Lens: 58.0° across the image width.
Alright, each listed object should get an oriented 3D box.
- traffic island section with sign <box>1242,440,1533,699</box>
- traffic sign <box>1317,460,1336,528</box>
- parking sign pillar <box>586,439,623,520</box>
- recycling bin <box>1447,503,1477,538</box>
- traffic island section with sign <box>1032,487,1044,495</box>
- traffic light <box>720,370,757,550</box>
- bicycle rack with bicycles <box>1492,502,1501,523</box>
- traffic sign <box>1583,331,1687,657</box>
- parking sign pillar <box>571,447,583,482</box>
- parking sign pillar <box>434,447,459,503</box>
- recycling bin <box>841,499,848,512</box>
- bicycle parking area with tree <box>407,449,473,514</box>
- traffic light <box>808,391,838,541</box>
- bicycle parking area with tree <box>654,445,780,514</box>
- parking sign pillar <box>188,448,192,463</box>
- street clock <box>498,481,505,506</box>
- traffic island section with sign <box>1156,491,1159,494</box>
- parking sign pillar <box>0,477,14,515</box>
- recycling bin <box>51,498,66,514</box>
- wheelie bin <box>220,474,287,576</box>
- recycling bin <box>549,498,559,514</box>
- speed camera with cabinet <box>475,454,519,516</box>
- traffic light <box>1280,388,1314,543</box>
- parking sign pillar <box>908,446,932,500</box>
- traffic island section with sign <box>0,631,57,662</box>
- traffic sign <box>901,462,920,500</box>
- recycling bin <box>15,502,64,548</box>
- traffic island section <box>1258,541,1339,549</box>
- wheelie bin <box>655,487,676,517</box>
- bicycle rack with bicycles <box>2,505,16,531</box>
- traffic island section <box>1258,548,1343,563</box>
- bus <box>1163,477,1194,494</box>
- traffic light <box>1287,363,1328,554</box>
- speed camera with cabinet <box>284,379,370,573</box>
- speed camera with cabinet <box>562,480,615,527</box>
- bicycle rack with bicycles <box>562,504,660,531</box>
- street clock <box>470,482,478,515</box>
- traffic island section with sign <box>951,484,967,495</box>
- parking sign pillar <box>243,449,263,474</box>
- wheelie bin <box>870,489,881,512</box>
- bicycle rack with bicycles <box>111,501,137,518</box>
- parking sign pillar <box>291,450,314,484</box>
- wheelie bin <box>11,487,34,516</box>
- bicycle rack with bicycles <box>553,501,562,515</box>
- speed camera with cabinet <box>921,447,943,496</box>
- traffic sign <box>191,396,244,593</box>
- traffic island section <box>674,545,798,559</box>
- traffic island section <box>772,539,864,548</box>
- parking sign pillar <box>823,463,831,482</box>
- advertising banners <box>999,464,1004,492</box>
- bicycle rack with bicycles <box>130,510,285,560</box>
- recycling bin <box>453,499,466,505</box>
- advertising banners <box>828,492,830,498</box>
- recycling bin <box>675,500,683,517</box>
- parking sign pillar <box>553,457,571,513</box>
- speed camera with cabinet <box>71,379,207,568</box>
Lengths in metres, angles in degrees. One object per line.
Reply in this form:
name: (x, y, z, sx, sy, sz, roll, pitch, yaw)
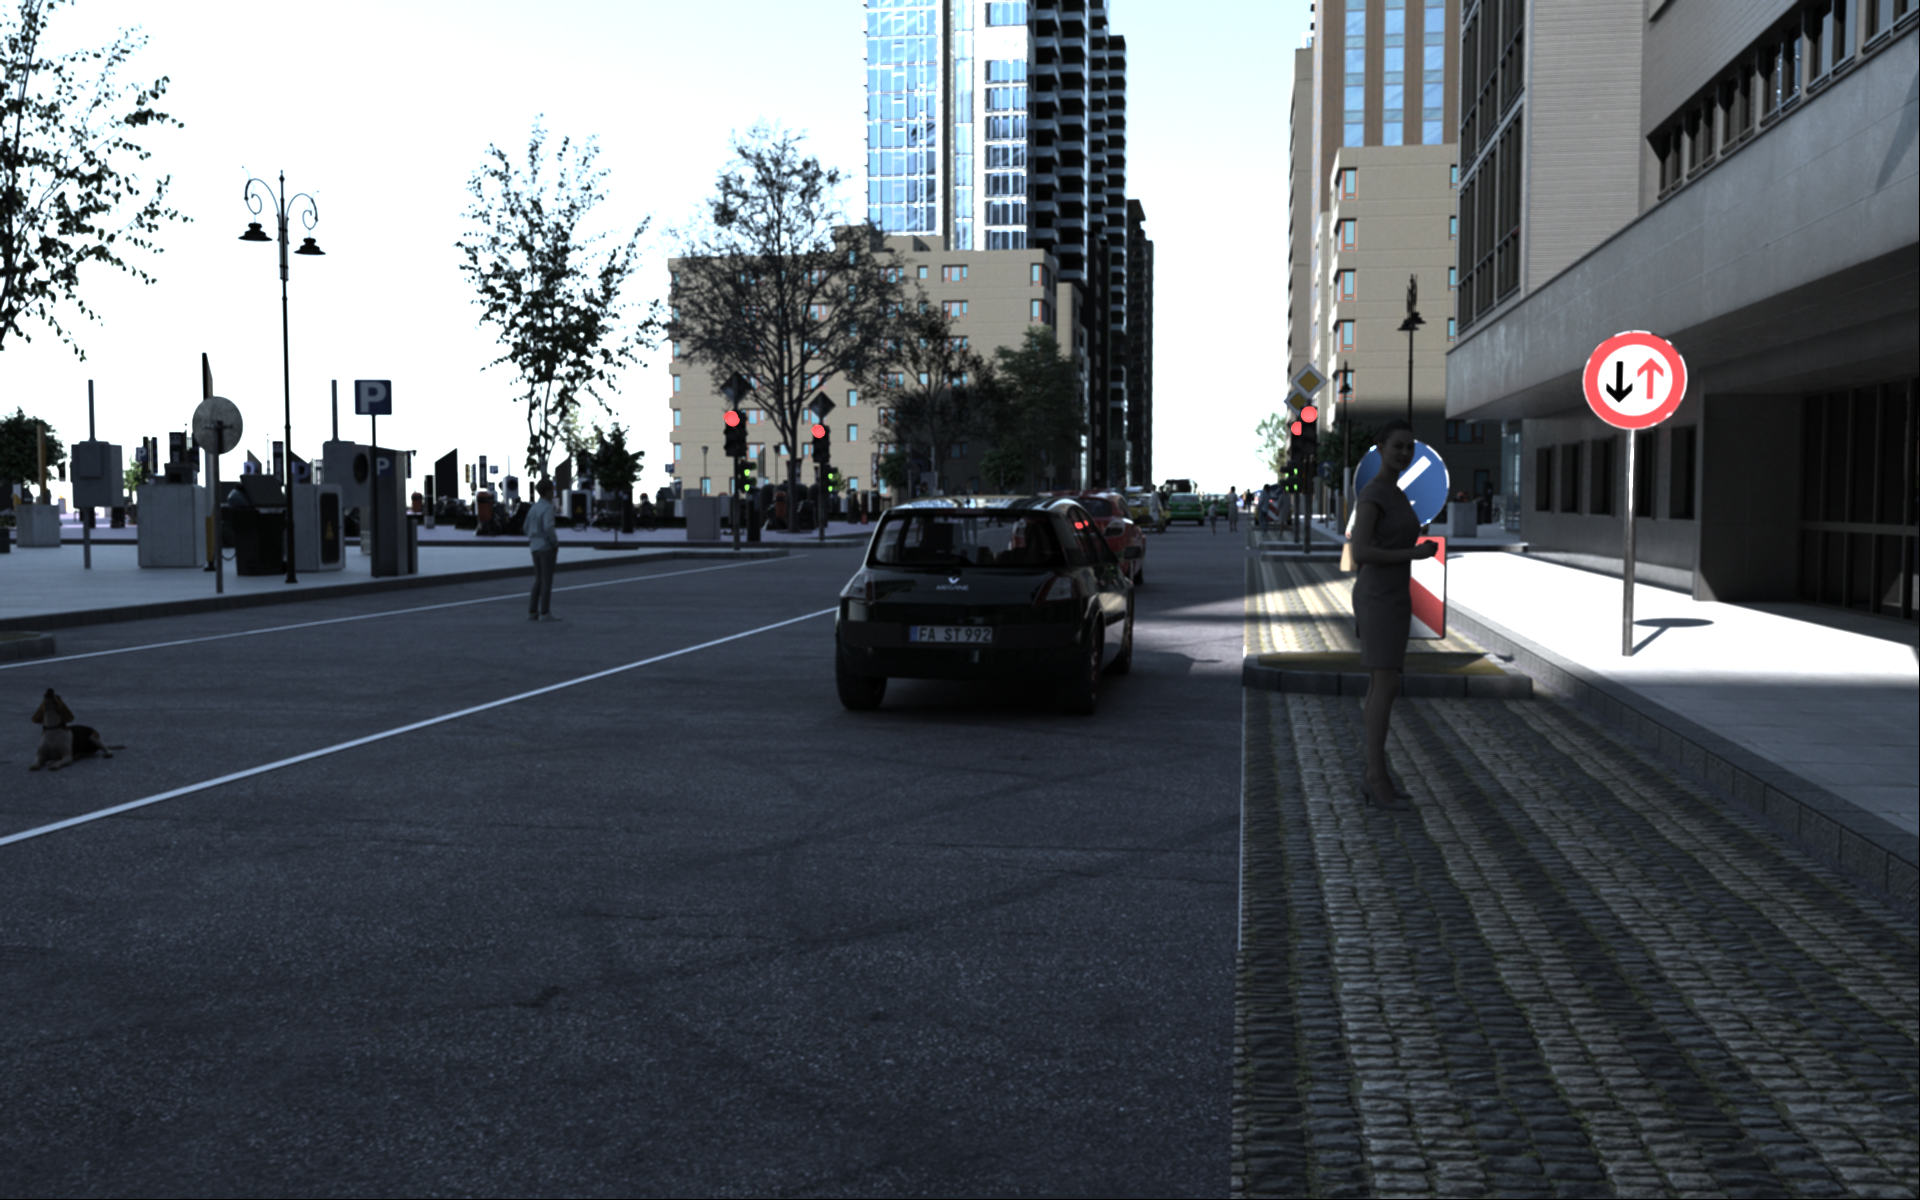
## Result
traffic island section with sign: (3.151, -0.273, 13.088, 1.989, 1.847, 2.006, 1, 4, 9)
traffic sign: (13.844, -3.986, 65.272, 0.768, 2.556, 0.104, 1, 4, 11)
parking sign pillar: (-16.247, -5.627, 80.465, 1.447, 3.967, 1.447, 2, 4, 30)
recycling bin: (14.919, -2.380, 51.467, 0.722, 1.027, 0.722, 0, 4, 2)
traffic island section with sign: (4.354, -5.378, 96.566, 1.989, 1.847, 2.006, 1, 4, 9)
traffic light: (-5.068, -3.085, 39.355, 0.839, 4.253, 0.868, 1, 4, 9)
bicycle rack with bicycles: (24.504, -3.848, 76.294, 2.925, 0.926, 2.852, -2, 4, -33)
traffic sign: (5.278, -0.827, 13.622, 0.768, 2.556, 0.104, 1, 4, 12)
parking sign pillar: (-21.211, -6.811, 99.830, 1.447, 3.967, 1.447, 3, 5, 41)
parking sign pillar: (-29.189, -6.727, 98.460, 1.447, 3.967, 1.447, -1, 4, -13)
recycling bin: (-6.271, -5.092, 95.808, 0.722, 1.027, 0.722, -2, 4, -33)
bicycle parking area with tree: (-36.406, -7.730, 113.387, 9.016, 4.147, 8.231, -1, 4, -23)
traffic light: (-3.763, -3.566, 47.233, 0.839, 4.253, 0.868, 1, 4, 9)
bicycle parking area with tree: (-13.188, -7.103, 103.130, 8.231, 4.147, 9.016, 3, 5, 42)
parking sign pillar: (-42.480, -6.503, 94.792, 1.447, 3.967, 1.447, -3, 5, -40)
street clock: (-25.320, -5.590, 95.969, 0.358, 2.002, 0.471, 3, 5, 45)
traffic island section with sign: (26.040, -13.385, 227.475, 1.989, 1.847, 2.006, 1, 4, 9)
parking sign pillar: (-45.962, -5.778, 82.950, 1.447, 3.967, 1.447, 0, 4, 6)
recycling bin: (-57.357, -5.963, 110.048, 0.722, 1.027, 0.722, 1, 4, 18)
wheelie bin: (-11.099, -1.189, 27.341, 0.693, 1.594, 0.980, 2, 4, 32)
recycling bin: (-25.862, -5.942, 109.704, 0.722, 1.027, 0.722, 1, 4, 14)
speed camera with cabinet: (-22.793, -5.562, 85.273, 2.038, 3.252, 0.660, -2, 4, -35)
traffic light: (8.781, -3.441, 45.178, 0.839, 4.253, 0.868, 1, 4, 9)
parking sign pillar: (-2.214, -6.582, 96.093, 1.447, 3.967, 1.447, 1, 4, 15)
traffic island section with sign: (-9.147, -0.398, 15.127, 1.989, 1.847, 2.006, 1, 4, 9)
traffic sign: (-1.967, -4.187, 68.568, 0.768, 2.556, 0.104, 1, 4, 14)
recycling bin: (-22.331, -1.798, 41.955, 0.722, 1.027, 0.722, 2, 4, 32)
traffic island section: (8.818, -1.407, 45.286, 2.009, 0.180, 2.903, 1, 4, 9)
wheelie bin: (-12.679, -4.064, 74.350, 0.693, 1.594, 0.980, 3, 4, 37)
bicycle rack with bicycles: (-31.653, -2.643, 56.588, 2.852, 0.926, 2.925, -1, 4, -11)
traffic island section: (7.513, -0.925, 37.408, 2.009, 0.180, 2.903, 1, 4, 9)
bus: (23.248, -11.523, 183.268, 2.948, 3.499, 13.247, 1, 4, 10)
traffic light: (7.475, -2.959, 37.300, 0.839, 4.253, 0.868, 1, 4, 9)
speed camera with cabinet: (-10.645, -2.131, 29.175, 0.660, 3.252, 2.038, 0, 4, 6)
speed camera with cabinet: (-14.647, -4.532, 68.435, 2.038, 3.252, 0.660, -2, 4, -35)
bicycle rack with bicycles: (-11.752, -2.869, 60.291, 2.925, 0.926, 2.852, 1, 4, 16)
street clock: (-30.136, -6.285, 107.334, 0.471, 2.002, 0.358, 2, 4, 32)
traffic island section with sign: (-0.049, -3.752, 69.971, 1.989, 1.847, 2.006, 1, 4, 9)
parking sign pillar: (-41.844, -6.975, 102.506, 1.447, 3.967, 1.447, 2, 4, 33)
wheelie bin: (-5.111, -5.942, 105.052, 0.693, 1.594, 0.980, 0, 4, -4)
bicycle rack with bicycles: (-43.569, -4.792, 91.731, 2.925, 0.926, 2.852, 2, 4, 26)
parking sign pillar: (-39.806, -7.104, 104.618, 1.447, 3.967, 1.447, 3, 4, 38)
wheelie bin: (-43.192, -4.394, 79.757, 0.693, 1.594, 0.980, 2, 4, 30)
bicycle rack with bicycles: (-21.060, -4.899, 93.473, 2.852, 0.926, 2.925, 0, 4, 2)
speed camera with cabinet: (-1.177, -4.810, 72.975, 0.660, 3.252, 2.038, 1, 4, 11)
traffic sign: (-9.621, -1.365, 22.431, 0.768, 2.556, 0.104, 1, 4, 13)
traffic island section: (-5.106, -1.053, 39.496, 2.009, 0.180, 2.903, 1, 4, 9)
traffic island section: (-3.801, -1.535, 47.374, 2.009, 0.180, 2.903, 1, 4, 9)
parking sign pillar: (-8.625, -7.516, 111.365, 1.447, 3.967, 1.447, 1, 4, 9)
advertising banners: (2.241, -6.454, 101.706, 0.090, 3.025, 2.074, 1, 4, 20)
bicycle rack with bicycles: (-13.595, -1.202, 33.040, 2.852, 0.926, 2.925, 0, 4, 4)
recycling bin: (-26.961, -4.922, 93.026, 0.722, 1.027, 0.722, -2, 4, -29)
advertising banners: (-8.608, -6.910, 109.171, 0.090, 3.025, 2.074, 2, 4, 31)
recycling bin: (-12.744, -4.148, 80.370, 0.722, 1.027, 0.722, -3, 5, -41)
parking sign pillar: (-27.424, -8.013, 119.483, 1.447, 3.967, 1.447, -3, 5, -45)
speed camera with cabinet: (-14.261, -2.186, 30.085, 2.038, 3.252, 0.660, 0, 4, -5)
